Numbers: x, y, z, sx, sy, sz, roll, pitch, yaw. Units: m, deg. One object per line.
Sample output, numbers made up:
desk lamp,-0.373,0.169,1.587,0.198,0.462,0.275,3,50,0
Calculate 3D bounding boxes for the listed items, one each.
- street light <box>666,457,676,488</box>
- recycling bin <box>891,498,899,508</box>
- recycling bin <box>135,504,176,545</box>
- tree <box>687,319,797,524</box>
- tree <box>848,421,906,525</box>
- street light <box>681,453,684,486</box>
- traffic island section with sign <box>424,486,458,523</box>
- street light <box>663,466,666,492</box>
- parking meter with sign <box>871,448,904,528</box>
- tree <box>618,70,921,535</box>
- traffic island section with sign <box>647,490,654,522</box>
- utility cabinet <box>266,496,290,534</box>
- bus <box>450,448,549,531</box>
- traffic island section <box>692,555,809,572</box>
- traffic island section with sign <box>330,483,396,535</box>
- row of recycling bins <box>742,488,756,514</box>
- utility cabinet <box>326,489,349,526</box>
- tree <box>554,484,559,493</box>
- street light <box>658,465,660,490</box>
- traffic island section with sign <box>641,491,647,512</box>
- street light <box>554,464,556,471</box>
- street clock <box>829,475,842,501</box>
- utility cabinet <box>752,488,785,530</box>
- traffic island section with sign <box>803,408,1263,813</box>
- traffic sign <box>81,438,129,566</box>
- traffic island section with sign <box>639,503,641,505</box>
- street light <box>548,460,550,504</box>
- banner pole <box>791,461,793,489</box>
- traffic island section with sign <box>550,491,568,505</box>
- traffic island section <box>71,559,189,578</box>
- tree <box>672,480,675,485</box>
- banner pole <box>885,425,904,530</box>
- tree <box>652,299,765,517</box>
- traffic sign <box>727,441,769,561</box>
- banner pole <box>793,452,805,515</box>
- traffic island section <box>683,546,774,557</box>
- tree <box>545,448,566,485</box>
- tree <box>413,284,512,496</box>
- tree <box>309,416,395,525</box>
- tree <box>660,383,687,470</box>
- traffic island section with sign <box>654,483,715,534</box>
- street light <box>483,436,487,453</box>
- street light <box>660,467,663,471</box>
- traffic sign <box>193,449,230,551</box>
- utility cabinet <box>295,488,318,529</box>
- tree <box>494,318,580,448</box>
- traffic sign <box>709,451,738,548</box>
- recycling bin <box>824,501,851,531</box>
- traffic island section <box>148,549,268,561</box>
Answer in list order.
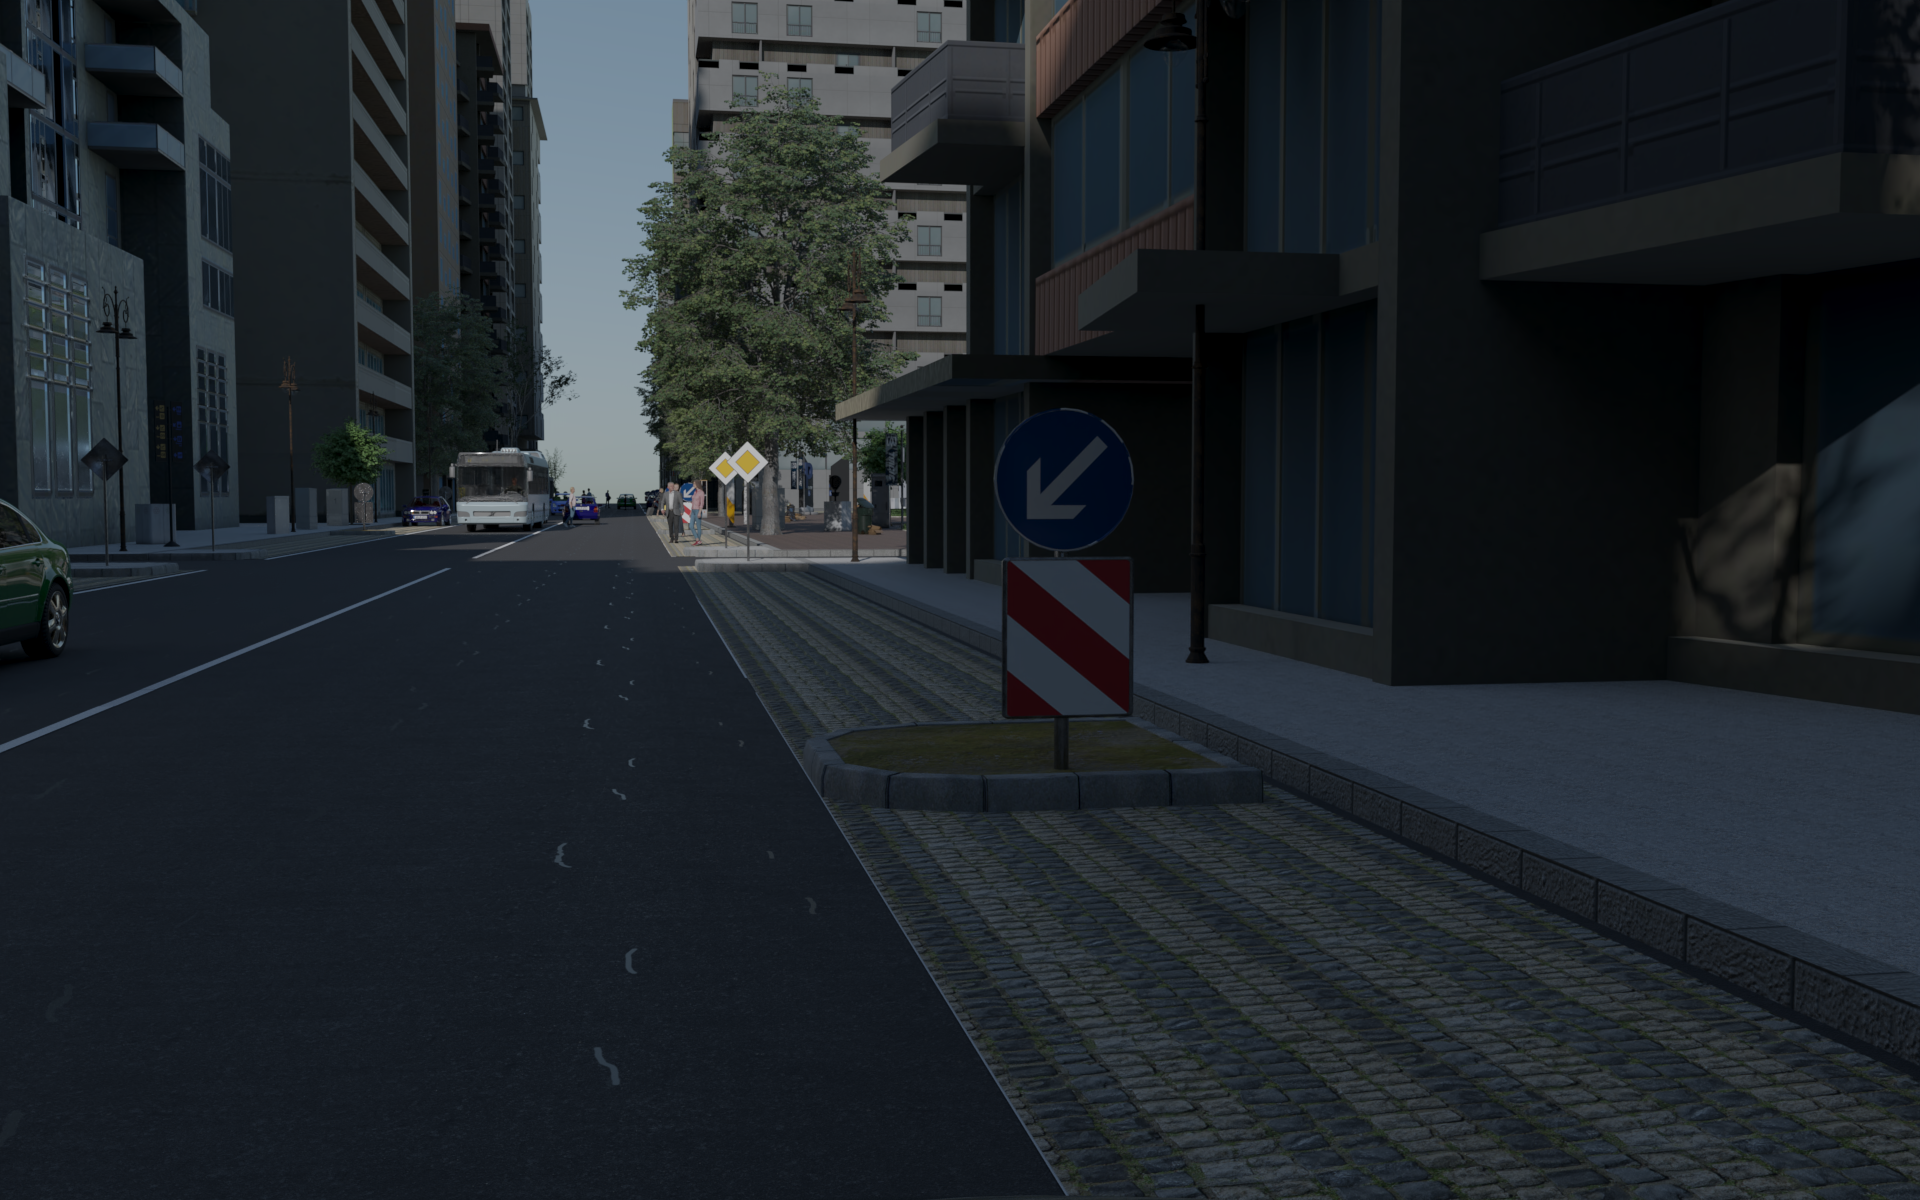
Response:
street light,-31.621,-13.279,189.901,0.468,5.910,1.993,-1,4,-11
recycling bin,-4.352,-6.024,111.048,0.722,1.027,0.722,2,4,24
recycling bin,-20.647,-1.951,44.456,0.722,1.027,0.722,2,4,34
tree,-8.959,-7.564,74.037,4.360,8.622,3.978,0,3,0
tree,-3.037,-5.496,73.575,4.285,4.588,4.351,0,3,0
street light,-24.174,-10.866,150.443,0.468,5.910,1.993,-1,4,-11
traffic island section with sign,-25.977,-4.827,87.547,1.989,1.847,2.006,-1,4,-11
street light,-35.672,-14.587,211.287,0.468,5.910,1.993,-1,4,-11
parking meter with sign,-2.975,-4.198,64.897,1.738,3.016,0.543,0,4,3
tree,-5.930,-9.025,54.206,9.857,13.997,8.962,0,3,0
traffic island section with sign,-15.043,-4.952,89.599,1.989,1.847,2.006,-1,4,-11
utility cabinet,-21.969,-2.729,55.777,0.306,1.237,1.020,0,4,4
bus,-18.250,-4.569,69.562,2.948,3.499,13.247,-1,4,-10
traffic island section,-4.019,-0.660,33.064,2.009,0.180,2.903,-1,4,-11
traffic island section with sign,-20.879,-3.182,60.646,1.989,1.847,2.006,-1,4,-11
row of recycling bins,-12.592,-6.291,109.978,3.534,1.692,1.069,3,5,45
utility cabinet,-24.985,-3.718,69.473,1.173,1.500,0.318,3,5,41
tree,-62.460,-16.567,265.467,1.663,3.219,1.824,0,3,0
street light,-43.264,-17.040,251.393,0.468,5.910,1.993,-1,4,-11
traffic island section with sign,-24.401,-7.984,139.174,1.989,1.847,2.006,-1,4,-11
street light,-59.784,-17.301,255.651,0.468,5.910,1.993,-1,4,-11
street clock,-4.783,-3.784,66.443,0.471,2.002,0.358,0,4,3
utility cabinet,-6.833,-3.246,61.759,1.173,1.500,0.318,-2,4,-34
traffic island section with sign,0.240,-0.006,8.726,1.989,1.847,2.006,-1,4,-11
traffic sign,-15.241,-1.667,30.895,0.795,2.450,0.064,-1,4,-11
traffic island section with sign,-29.413,-9.604,165.661,1.989,1.847,2.006,-1,4,-11
street light,-55.823,-16.048,235.169,0.468,5.910,1.993,-1,4,-11
banner pole,-10.944,-7.683,115.638,0.863,3.779,0.401,-2,4,-31
traffic island section with sign,-50.641,-12.811,218.091,1.989,1.847,2.006,-1,4,-11
traffic island section,-15.263,-0.530,30.952,2.009,0.180,2.903,-1,4,-11
tree,-32.494,-12.503,199.031,1.663,3.219,1.824,0,3,0
banner pole,-2.316,-4.437,62.568,0.863,3.779,0.401,-1,4,-22
tree,-13.497,-11.006,98.070,7.486,12.596,7.792,0,3,0
traffic sign,-4.040,-1.794,32.982,0.795,2.450,0.064,-1,4,-11
banner pole,-9.489,-6.970,103.975,0.401,3.779,0.863,-3,4,-38
traffic island section,-5.501,-1.139,40.911,2.009,0.180,2.903,-1,4,-11
tree,-63.332,-19.531,269.699,4.360,8.622,3.978,0,3,0
tree,-32.462,-12.204,106.184,9.857,13.997,8.962,0,3,0
tree,-25.259,-5.403,72.054,4.285,4.588,4.351,0,3,0
tree,-16.730,-9.731,109.467,4.360,8.622,3.978,0,3,0
traffic island section with sign,-9.831,-3.267,62.038,1.989,1.847,2.006,-1,4,-11
street light,-36.878,-9.884,134.383,0.468,5.910,1.993,-1,4,-11
street light,-39.542,-15.824,231.511,0.468,5.910,1.993,-1,4,-11
traffic sign,-16.723,-2.147,38.742,0.795,2.450,0.064,-1,4,-11
utility cabinet,-23.638,-3.302,62.660,0.318,1.500,1.173,-3,5,-44
tree,-46.644,-20.067,183.979,12.611,20.169,13.585,0,3,0
traffic sign,-5.523,-2.274,40.829,0.795,2.450,0.064,-1,4,-11
recycling bin,-4.242,-2.903,60.020,0.722,1.027,0.722,2,4,27
traffic island section,-16.745,-1.010,38.799,2.009,0.180,2.903,-1,4,-11
